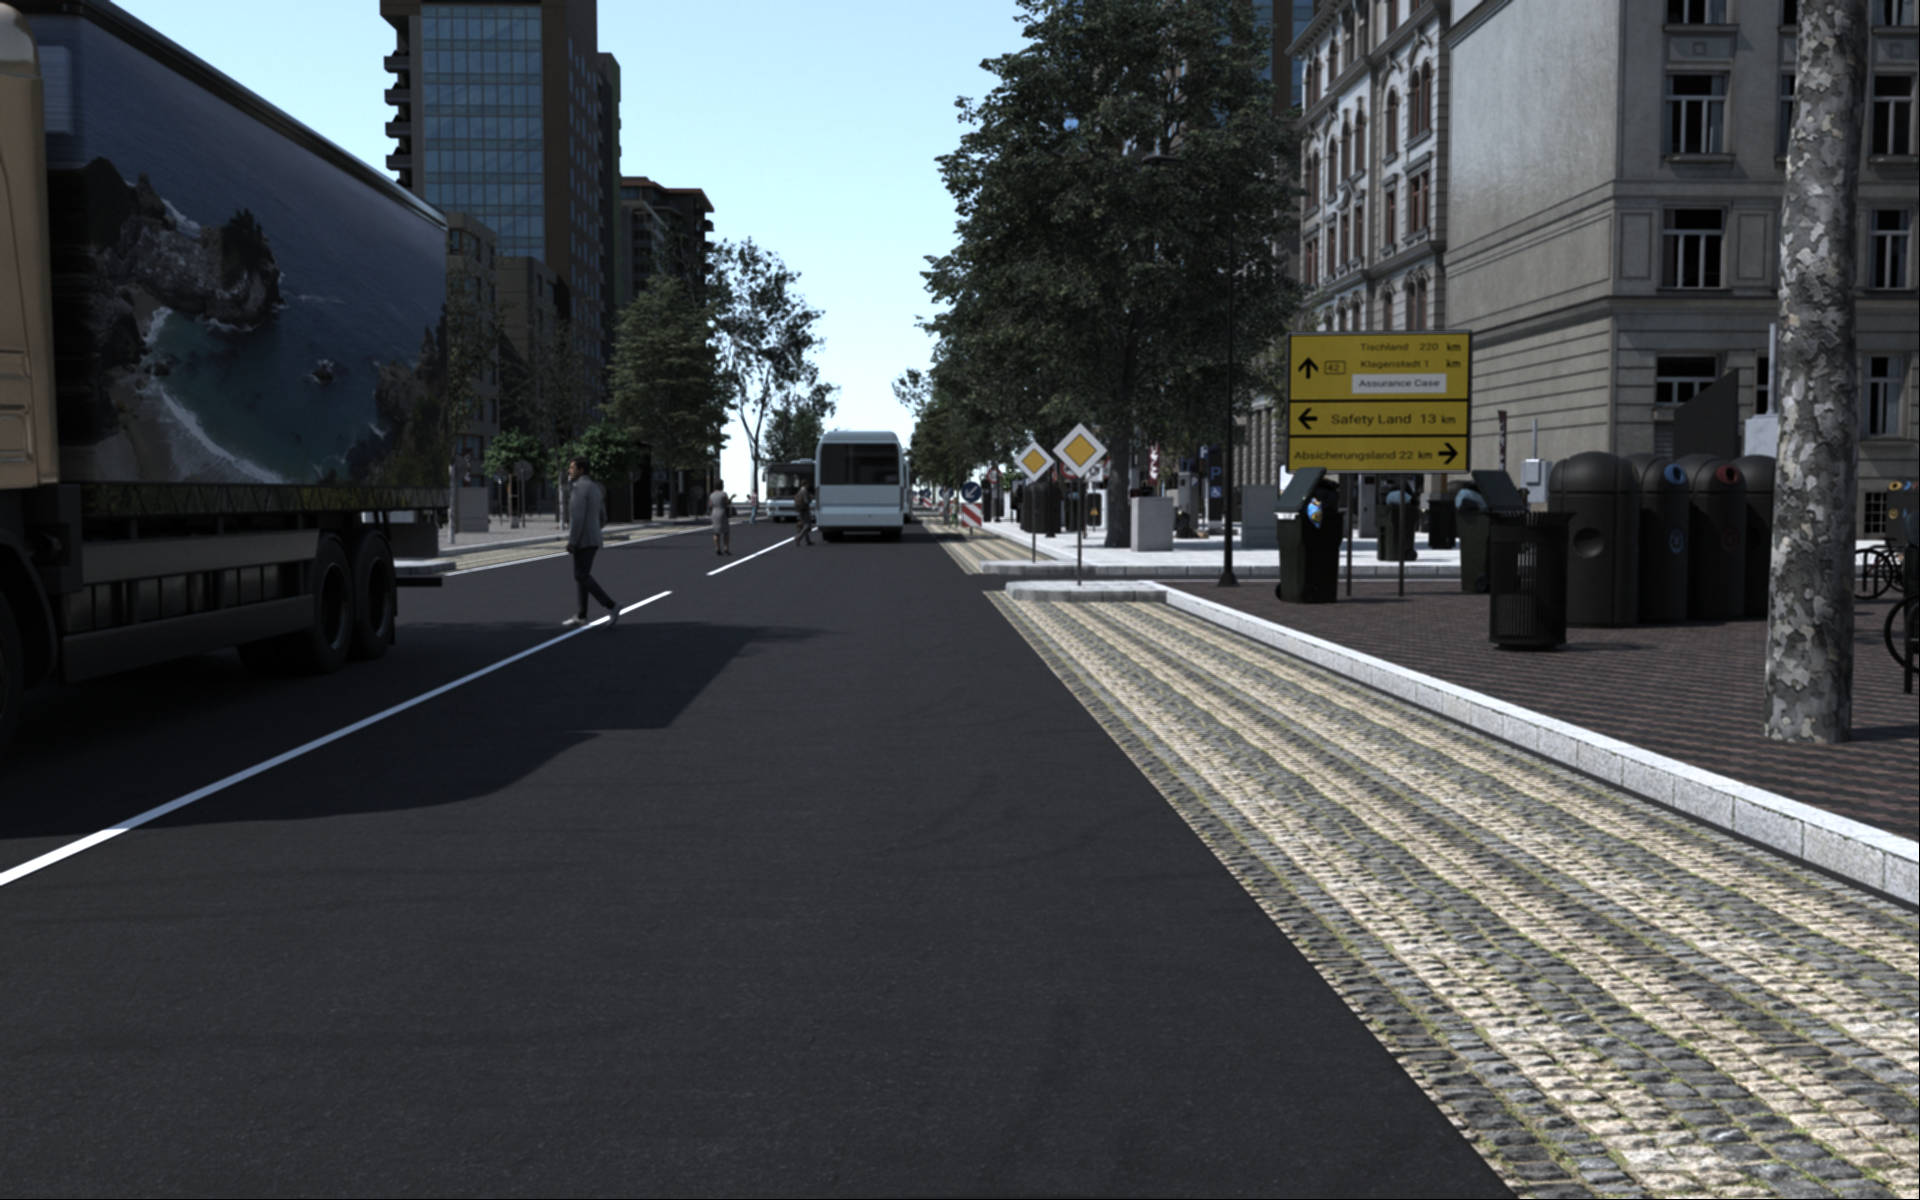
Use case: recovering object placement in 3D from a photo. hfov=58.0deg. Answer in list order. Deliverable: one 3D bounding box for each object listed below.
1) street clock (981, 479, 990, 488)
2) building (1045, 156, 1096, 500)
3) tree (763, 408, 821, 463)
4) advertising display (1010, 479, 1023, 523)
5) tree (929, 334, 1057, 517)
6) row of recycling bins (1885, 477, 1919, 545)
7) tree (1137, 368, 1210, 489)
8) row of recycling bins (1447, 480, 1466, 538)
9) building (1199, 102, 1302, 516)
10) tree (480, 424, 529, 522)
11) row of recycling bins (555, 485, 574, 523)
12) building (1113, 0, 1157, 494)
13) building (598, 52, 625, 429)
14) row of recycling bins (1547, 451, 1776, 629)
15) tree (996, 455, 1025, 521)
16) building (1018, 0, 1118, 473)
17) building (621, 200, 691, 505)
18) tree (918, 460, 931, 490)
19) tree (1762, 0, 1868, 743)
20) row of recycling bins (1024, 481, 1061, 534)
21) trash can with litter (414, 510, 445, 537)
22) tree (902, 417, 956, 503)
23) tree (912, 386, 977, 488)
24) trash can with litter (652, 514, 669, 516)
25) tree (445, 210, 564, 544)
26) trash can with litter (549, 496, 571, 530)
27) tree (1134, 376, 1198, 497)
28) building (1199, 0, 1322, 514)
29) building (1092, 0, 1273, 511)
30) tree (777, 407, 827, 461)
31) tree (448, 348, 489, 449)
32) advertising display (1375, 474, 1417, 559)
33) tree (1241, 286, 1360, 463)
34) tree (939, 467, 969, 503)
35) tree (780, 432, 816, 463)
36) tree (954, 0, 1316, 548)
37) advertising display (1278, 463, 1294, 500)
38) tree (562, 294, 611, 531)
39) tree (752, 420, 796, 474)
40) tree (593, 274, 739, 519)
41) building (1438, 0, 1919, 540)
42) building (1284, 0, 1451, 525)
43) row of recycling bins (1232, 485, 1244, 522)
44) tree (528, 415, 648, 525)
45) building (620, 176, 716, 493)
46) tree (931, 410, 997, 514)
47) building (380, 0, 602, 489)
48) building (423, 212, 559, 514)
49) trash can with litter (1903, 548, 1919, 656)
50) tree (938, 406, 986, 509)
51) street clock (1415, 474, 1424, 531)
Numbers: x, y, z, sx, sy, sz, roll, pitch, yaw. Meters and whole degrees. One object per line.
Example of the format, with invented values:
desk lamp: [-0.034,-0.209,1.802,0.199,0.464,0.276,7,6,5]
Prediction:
street clock: [1.269,-4.971,85.850,0.358,2.002,0.471,3,5,43]
building: [21.623,-34.655,221.238,22.147,44.769,28.867,0,4,-2]
tree: [-20.122,-17.240,207.636,9.928,11.665,9.643,0,3,0]
advertising display: [2.679,-4.370,76.661,0.974,1.923,0.123,-2,4,-26]
tree: [1.856,-10.485,97.181,9.928,11.665,9.643,0,3,0]
row of recycling bins: [22.457,-2.028,40.264,1.069,1.692,3.534,1,4,14]
tree: [10.066,-7.843,78.599,4.737,8.622,4.395,0,3,0]
row of recycling bins: [15.299,-2.780,52.571,1.069,1.692,3.534,1,4,23]
building: [20.642,-16.469,98.147,11.050,23.489,19.941,0,4,-2]
tree: [-20.692,-5.952,81.033,4.285,4.588,4.351,0,3,0]
row of recycling bins: [-17.522,-4.310,77.587,1.069,1.692,3.534,-1,4,-21]
building: [24.371,-31.844,140.259,23.786,49.044,30.456,0,4,-2]
building: [-38.394,-28.864,155.524,14.154,41.232,14.086,0,4,-2]
row of recycling bins: [7.234,-0.641,17.590,3.534,1.692,1.069,-2,4,-33]
tree: [2.440,-5.385,82.653,1.663,3.219,1.824,0,3,0]
building: [20.703,-57.319,249.828,22.319,86.520,31.000,0,4,-2]
building: [-49.678,-31.969,214.575,32.217,40.220,23.993,0,4,-2]
tree: [-3.040,-16.390,218.338,4.360,8.622,3.978,0,3,0]
tree: [5.688,-9.385,9.334,12.611,20.169,13.585,0,3,0]
row of recycling bins: [2.680,-3.081,57.485,1.069,1.692,3.534,0,4,-5]
trash can with litter: [-16.392,-2.542,52.625,1.678,1.210,2.233,-2,4,-23]
tree: [-4.469,-20.335,249.485,9.611,12.733,9.660,0,3,0]
tree: [-0.963,-15.174,166.219,7.486,12.596,7.792,0,3,0]
trash can with litter: [-18.029,-5.494,100.890,2.233,1.210,1.678,-1,4,-19]
tree: [-13.344,-5.760,44.541,4.360,8.622,3.978,0,3,0]
trash can with litter: [-14.242,-3.197,63.322,1.678,1.210,2.233,-2,4,-30]
tree: [12.304,-9.284,102.161,4.360,8.622,3.978,0,3,0]
building: [21.115,-28.614,117.952,14.600,45.320,14.200,0,4,-2]
building: [20.115,-31.342,162.555,14.600,45.320,14.200,0,4,-2]
tree: [-20.095,-18.756,224.791,7.486,12.596,7.792,0,3,0]
tree: [-25.183,-8.197,84.387,4.737,8.622,4.395,0,3,0]
advertising display: [8.610,-1.774,34.212,0.974,1.923,0.123,-2,4,-29]
tree: [11.761,-6.738,60.527,4.737,8.622,4.395,0,3,0]
tree: [-0.526,-11.579,173.031,4.285,4.588,4.351,0,3,0]
tree: [-19.050,-15.358,201.471,4.360,8.622,3.978,0,3,0]
tree: [3.903,-8.227,41.165,9.857,13.997,8.962,0,3,0]
advertising display: [6.950,-1.847,35.407,0.974,1.923,0.123,3,5,40]
tree: [-14.020,-6.724,60.292,4.360,8.622,3.978,0,3,0]
tree: [-18.075,-13.292,167.694,4.737,8.622,4.395,0,3,0]
tree: [-15.312,-10.527,90.243,7.486,12.596,7.792,0,3,0]
building: [31.766,-13.547,54.778,30.059,22.955,16.112,0,4,-2]
building: [23.643,-17.675,76.379,14.401,28.519,23.554,0,4,-2]
row of recycling bins: [13.883,-4.422,79.419,3.534,1.692,1.069,-2,4,-33]
tree: [-14.598,-5.376,71.615,4.285,4.588,4.351,0,3,0]
building: [-45.877,-35.868,241.060,22.147,44.769,28.867,0,4,-2]
tree: [1.216,-9.762,109.971,4.360,8.622,3.978,0,3,0]
building: [-37.525,-30.042,141.305,14.600,45.320,14.200,0,4,-2]
building: [-44.634,-16.829,120.198,27.650,21.520,28.899,0,4,-2]
trash can with litter: [7.869,-0.145,13.766,0.624,1.170,1.055,1,4,20]
tree: [0.057,-11.421,137.099,4.737,8.622,4.395,0,3,0]
street clock: [15.997,-3.434,60.720,0.358,2.002,0.471,-3,5,-44]
